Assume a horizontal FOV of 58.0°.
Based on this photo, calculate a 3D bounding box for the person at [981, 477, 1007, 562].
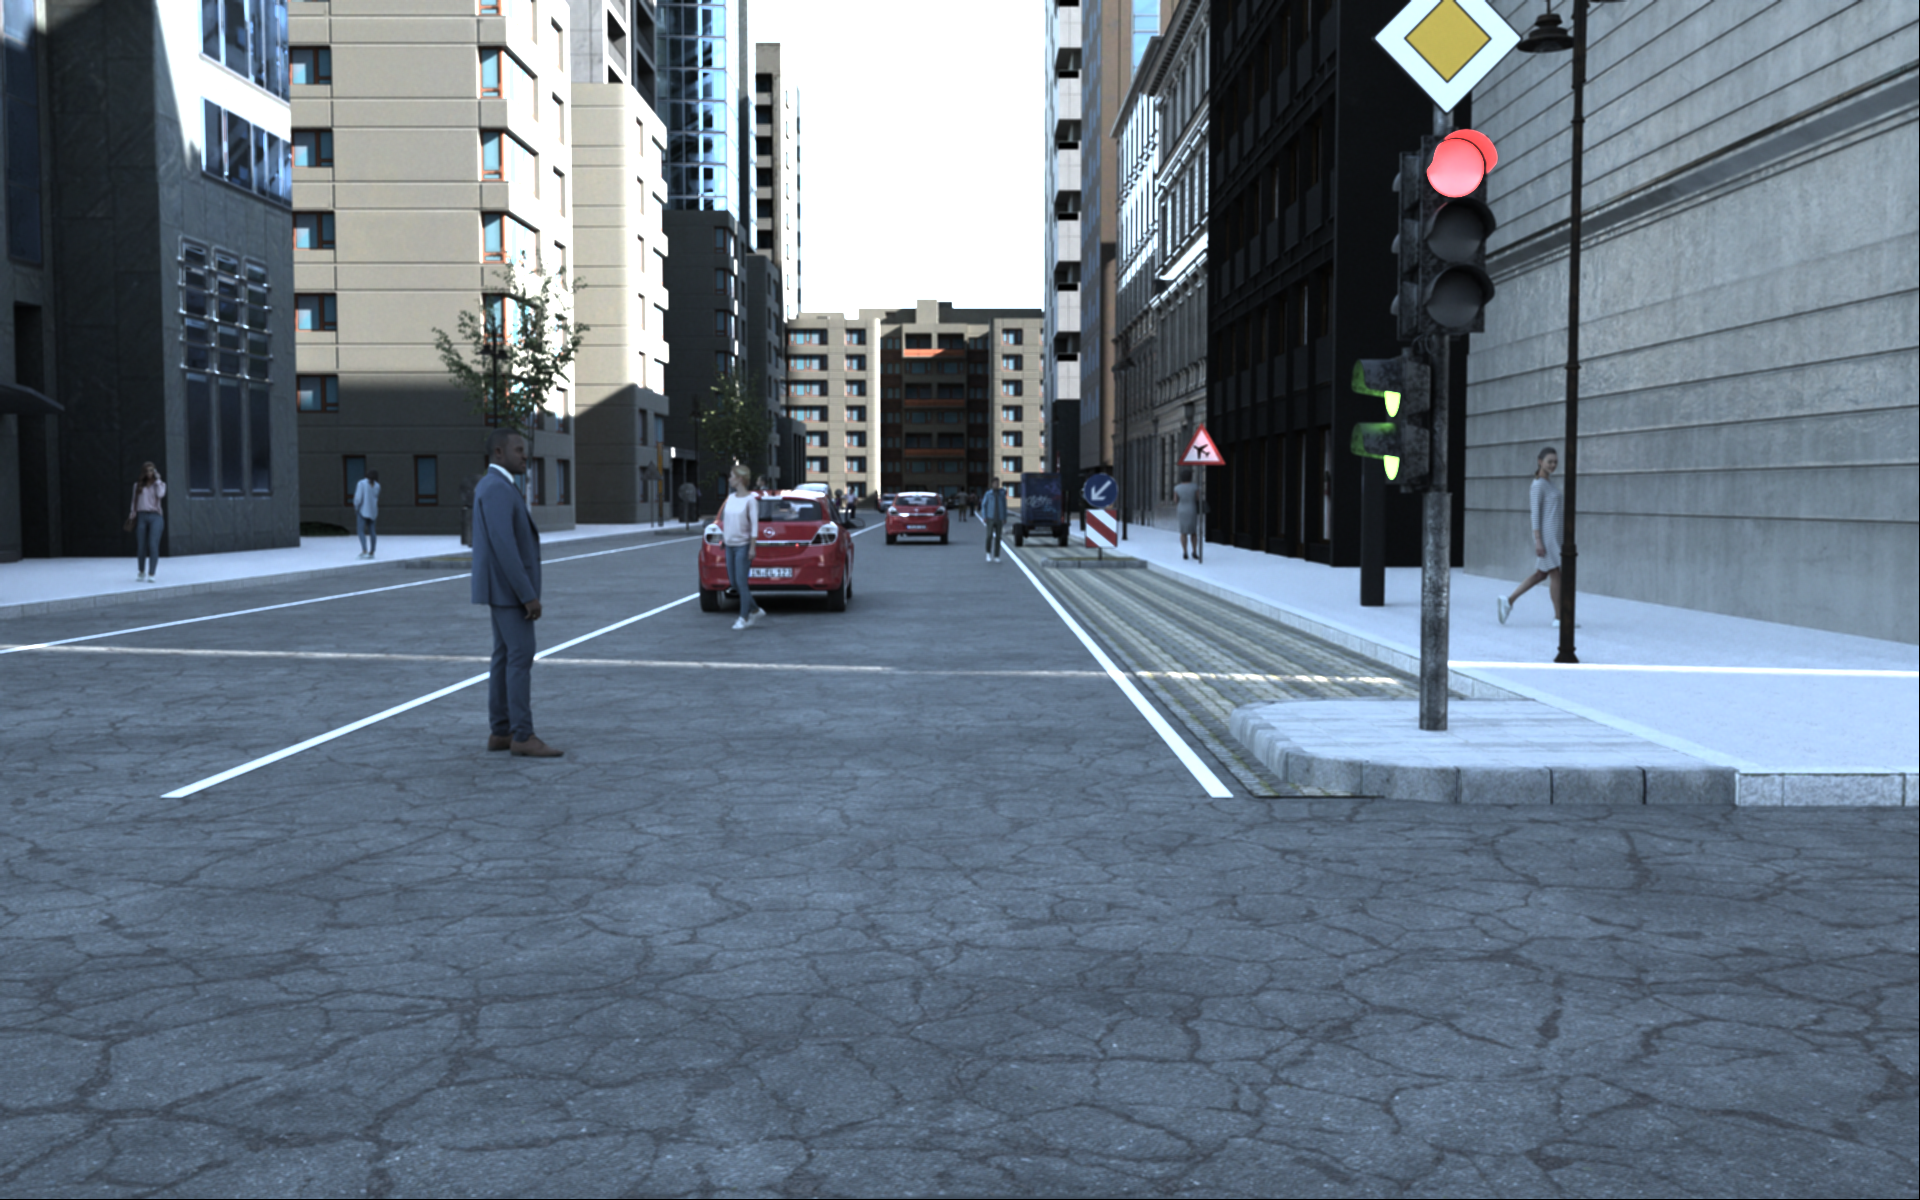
[{"bbox_3d":[0.720,-1.681,36.324,0.601,1.785,0.444,-1,4,-13],"label":"person"}]

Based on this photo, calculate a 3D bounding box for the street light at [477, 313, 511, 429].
[{"bbox_3d":[-11.913,-4.382,44.439,0.468,5.910,1.993,0,3,0],"label":"street light"}]

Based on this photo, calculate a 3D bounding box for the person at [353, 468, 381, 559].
[{"bbox_3d":[-11.720,-1.710,34.263,0.793,1.790,0.793,0,4,0],"label":"person"}]

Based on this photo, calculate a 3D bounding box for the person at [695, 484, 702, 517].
[{"bbox_3d":[-14.403,-5.461,95.190,0.709,1.838,0.599,2,4,33],"label":"person"}]

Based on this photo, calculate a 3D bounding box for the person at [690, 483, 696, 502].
[{"bbox_3d":[-12.507,-4.585,81.101,0.391,1.810,0.635,-2,4,-35],"label":"person"}]

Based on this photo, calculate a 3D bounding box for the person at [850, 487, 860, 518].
[{"bbox_3d":[-5.547,-4.990,90.095,0.705,1.823,1.348,-2,4,-26],"label":"person"}]

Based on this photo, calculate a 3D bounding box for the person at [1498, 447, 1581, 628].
[{"bbox_3d":[5.593,-0.603,16.659,0.760,1.731,0.466,0,4,3],"label":"person"}]

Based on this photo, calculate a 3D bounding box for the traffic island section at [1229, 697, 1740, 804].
[{"bbox_3d":[2.604,0.785,9.450,2.009,0.180,2.903,0,3,0],"label":"traffic island section"}]

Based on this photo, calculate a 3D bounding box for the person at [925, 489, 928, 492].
[{"bbox_3d":[-2.733,-7.972,138.847,0.705,1.824,1.348,0,4,-4],"label":"person"}]

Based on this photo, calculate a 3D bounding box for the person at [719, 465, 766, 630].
[{"bbox_3d":[-2.305,-0.567,18.442,0.731,1.740,0.598,3,4,37],"label":"person"}]

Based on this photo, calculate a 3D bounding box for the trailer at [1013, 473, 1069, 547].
[{"bbox_3d":[2.198,-2.506,48.021,1.471,1.999,3.904,0,4,-1],"label":"trailer"}]

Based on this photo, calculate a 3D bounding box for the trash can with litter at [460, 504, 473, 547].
[{"bbox_3d":[-11.706,-1.870,41.958,0.624,1.170,1.055,0,4,-5],"label":"trash can with litter"}]

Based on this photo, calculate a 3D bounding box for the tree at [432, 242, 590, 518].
[{"bbox_3d":[-12.770,-6.109,50.247,4.737,8.622,4.395,0,3,0],"label":"tree"}]

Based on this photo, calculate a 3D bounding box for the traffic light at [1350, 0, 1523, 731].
[{"bbox_3d":[2.563,-1.249,9.336,0.839,4.253,0.868,0,3,0],"label":"traffic light"}]

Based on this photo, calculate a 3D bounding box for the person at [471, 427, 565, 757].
[{"bbox_3d":[-2.507,-0.058,9.623,0.419,1.800,0.721,-2,4,-28],"label":"person"}]

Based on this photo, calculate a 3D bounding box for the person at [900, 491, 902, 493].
[{"bbox_3d":[-5.298,-9.127,158.263,0.617,1.759,0.750,3,4,37],"label":"person"}]

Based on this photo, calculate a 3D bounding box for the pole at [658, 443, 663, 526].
[{"bbox_3d":[-11.883,-4.577,68.671,0.158,3.312,0.155,0,3,0],"label":"pole"}]

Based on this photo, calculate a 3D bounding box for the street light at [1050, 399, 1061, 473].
[{"bbox_3d":[4.625,-6.805,84.055,0.468,5.910,1.993,0,3,0],"label":"street light"}]

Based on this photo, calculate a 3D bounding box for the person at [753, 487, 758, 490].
[{"bbox_3d":[-9.768,-4.493,82.360,0.834,1.777,0.661,3,5,44],"label":"person"}]

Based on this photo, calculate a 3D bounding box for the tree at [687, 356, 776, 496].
[{"bbox_3d":[-12.431,-8.700,92.610,4.737,8.622,4.395,0,3,0],"label":"tree"}]

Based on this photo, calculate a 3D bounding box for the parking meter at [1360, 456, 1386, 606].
[{"bbox_3d":[4.753,-0.869,19.916,0.255,1.863,0.399,1,4,11],"label":"parking meter"}]

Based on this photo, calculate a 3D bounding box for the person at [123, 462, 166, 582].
[{"bbox_3d":[-11.931,-1.148,25.406,0.593,1.750,0.643,-1,4,-13],"label":"person"}]

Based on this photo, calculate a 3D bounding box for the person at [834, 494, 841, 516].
[{"bbox_3d":[-7.013,-5.316,98.640,0.599,1.433,0.991,1,4,15],"label":"person"}]

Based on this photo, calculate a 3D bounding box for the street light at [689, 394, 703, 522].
[{"bbox_3d":[-12.029,-6.502,79.089,0.468,5.910,1.993,0,3,0],"label":"street light"}]

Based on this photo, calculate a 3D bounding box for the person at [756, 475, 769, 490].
[{"bbox_3d":[-3.925,-1.567,34.221,0.767,1.812,0.694,0,4,-8],"label":"person"}]

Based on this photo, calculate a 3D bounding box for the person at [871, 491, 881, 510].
[{"bbox_3d":[-7.314,-8.781,152.778,1.217,1.736,0.721,-2,4,-35],"label":"person"}]

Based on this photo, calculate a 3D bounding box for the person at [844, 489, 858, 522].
[{"bbox_3d":[-5.574,-4.811,88.094,0.756,1.711,0.436,1,4,15],"label":"person"}]

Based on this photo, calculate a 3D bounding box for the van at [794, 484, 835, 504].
[{"bbox_3d":[-5.882,-3.758,68.453,2.013,2.044,4.112,0,4,0],"label":"van"}]

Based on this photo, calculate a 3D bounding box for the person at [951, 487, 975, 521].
[{"bbox_3d":[0.142,-5.036,90.843,1.348,1.824,0.705,1,4,16],"label":"person"}]

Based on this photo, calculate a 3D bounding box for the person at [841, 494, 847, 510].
[{"bbox_3d":[-10.293,-8.649,153.097,0.628,1.438,0.799,0,4,6],"label":"person"}]

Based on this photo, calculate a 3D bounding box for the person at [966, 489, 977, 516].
[{"bbox_3d":[0.725,-6.239,111.219,0.721,1.736,1.217,-3,4,-39],"label":"person"}]

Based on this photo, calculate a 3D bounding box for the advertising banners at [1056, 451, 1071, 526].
[{"bbox_3d":[4.147,-4.487,69.544,0.090,3.025,2.074,-1,4,-12],"label":"advertising banners"}]

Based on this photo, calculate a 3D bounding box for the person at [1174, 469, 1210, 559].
[{"bbox_3d":[4.572,-1.693,34.083,0.716,1.782,0.532,1,4,13],"label":"person"}]
